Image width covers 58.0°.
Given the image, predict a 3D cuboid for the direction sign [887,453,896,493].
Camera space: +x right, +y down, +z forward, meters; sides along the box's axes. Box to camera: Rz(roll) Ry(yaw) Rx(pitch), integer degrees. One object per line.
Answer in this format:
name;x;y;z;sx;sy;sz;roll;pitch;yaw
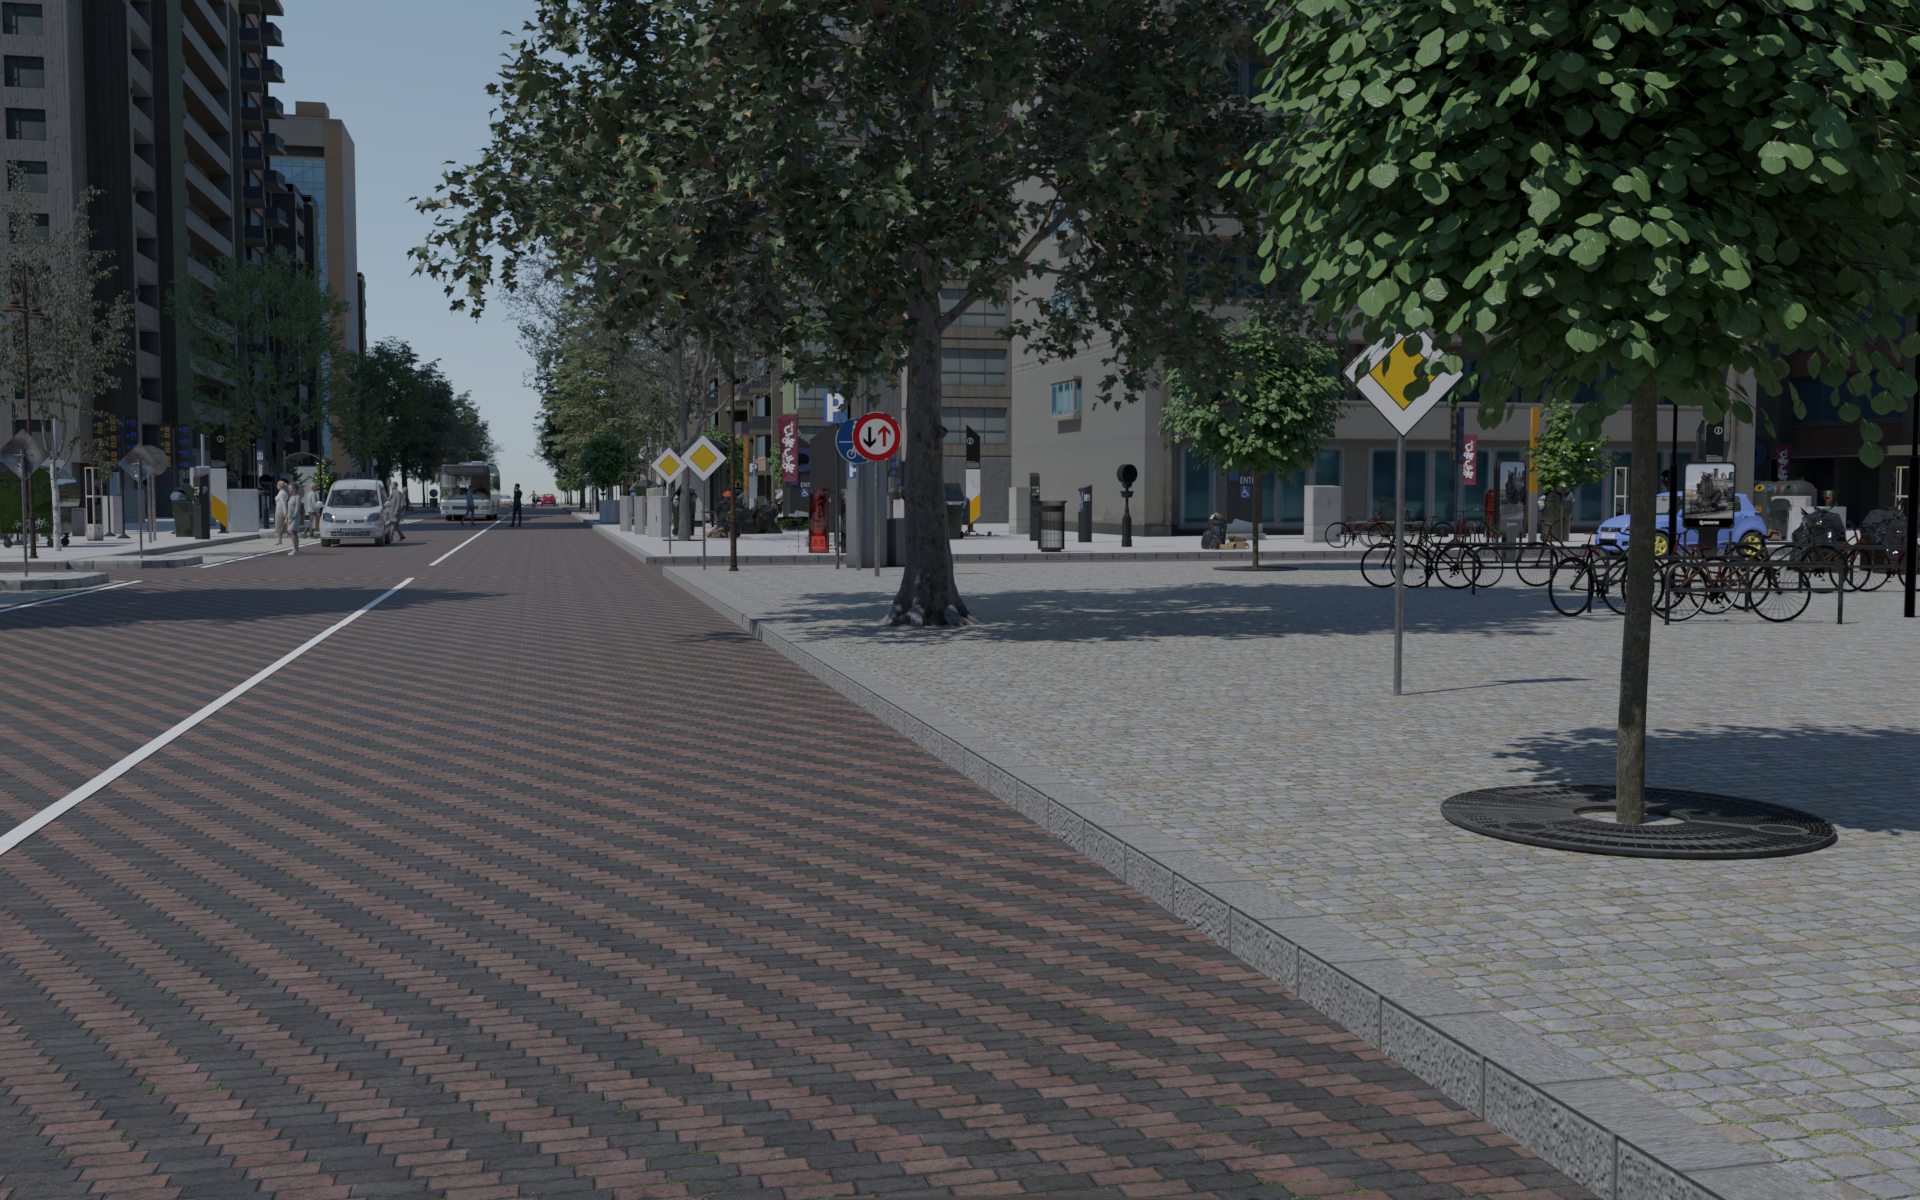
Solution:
direction sign;-3.262;-5.251;77.856;0.876;3.537;0.379;2;4;25

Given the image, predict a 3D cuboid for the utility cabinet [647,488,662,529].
utility cabinet;-10.919;-3.249;61.800;0.318;1.500;1.173;-1;4;-22

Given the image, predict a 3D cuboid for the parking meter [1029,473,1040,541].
parking meter;2.038;-2.545;47.328;0.255;1.863;0.399;0;4;-3

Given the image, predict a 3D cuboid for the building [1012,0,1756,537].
building;13.204;-26.870;63.033;21.600;48.544;21.300;-1;4;-14

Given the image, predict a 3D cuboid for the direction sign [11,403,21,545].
direction sign;-23.599;-3.137;43.288;0.379;3.537;0.876;-2;4;-25

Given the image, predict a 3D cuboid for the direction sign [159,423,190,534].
direction sign;-25.199;-3.891;55.616;0.876;3.537;0.379;-2;4;-30

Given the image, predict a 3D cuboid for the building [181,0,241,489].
building;-60.159;-29.856;111.847;21.300;48.544;21.600;-1;4;-14

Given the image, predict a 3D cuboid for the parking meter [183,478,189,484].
parking meter;-28.128;-3.518;63.236;0.255;1.863;0.399;1;4;11

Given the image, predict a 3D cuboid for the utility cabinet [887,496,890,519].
utility cabinet;-2.845;-2.893;58.470;1.020;1.237;0.306;-3;5;-40

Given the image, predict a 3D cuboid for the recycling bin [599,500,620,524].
recycling bin;-15.042;-3.790;74.526;0.722;1.027;0.722;1;4;16

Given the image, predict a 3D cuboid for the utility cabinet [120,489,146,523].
utility cabinet;-36.684;-4.160;76.698;1.173;1.500;0.318;1;4;14

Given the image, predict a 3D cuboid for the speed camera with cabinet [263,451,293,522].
speed camera with cabinet;-31.310;-5.141;78.395;2.038;3.252;0.660;-1;4;-11

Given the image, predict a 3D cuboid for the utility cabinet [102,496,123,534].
utility cabinet;-27.186;-2.717;55.581;0.306;1.237;1.020;-3;5;-43

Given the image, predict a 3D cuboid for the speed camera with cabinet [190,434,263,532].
speed camera with cabinet;-24.602;-3.890;57.932;2.038;3.252;0.660;-2;4;-35

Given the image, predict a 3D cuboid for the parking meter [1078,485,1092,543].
parking meter;3.319;-2.295;45.938;0.372;1.533;0.369;0;3;0

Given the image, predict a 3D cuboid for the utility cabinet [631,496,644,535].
utility cabinet;-10.230;-2.701;55.324;0.306;1.237;1.020;0;4;-6

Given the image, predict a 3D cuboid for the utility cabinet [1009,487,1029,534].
utility cabinet;2.000;-2.840;55.109;0.318;1.500;1.173;3;4;36

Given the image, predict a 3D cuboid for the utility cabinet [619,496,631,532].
utility cabinet;-11.516;-2.971;59.739;0.306;1.237;1.020;0;4;-4

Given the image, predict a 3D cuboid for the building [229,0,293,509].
building;-65.749;-29.481;136.639;22.147;44.769;28.867;-1;4;-14

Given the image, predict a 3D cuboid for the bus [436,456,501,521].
bus;-27.217;-6.218;96.523;2.948;3.499;13.247;-1;4;-12

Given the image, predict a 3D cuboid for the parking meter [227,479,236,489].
parking meter;-28.686;-3.815;68.083;0.399;1.863;0.255;1;4;22

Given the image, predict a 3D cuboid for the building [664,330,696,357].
building;-31.593;-34.722;259.578;32.217;40.220;23.993;-1;4;-14

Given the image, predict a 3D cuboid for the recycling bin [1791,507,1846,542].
recycling bin;17.014;-1.332;34.338;0.722;1.027;0.722;-2;4;-26

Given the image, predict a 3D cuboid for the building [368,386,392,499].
building;-92.968;-23.848;234.948;27.650;21.520;28.899;-1;4;-14

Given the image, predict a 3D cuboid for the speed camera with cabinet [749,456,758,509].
speed camera with cabinet;-10.908;-5.818;89.464;0.660;3.252;2.038;-1;4;-15

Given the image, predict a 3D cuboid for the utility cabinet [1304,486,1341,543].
utility cabinet;9.548;-2.255;45.541;1.173;1.500;0.318;-3;5;-40

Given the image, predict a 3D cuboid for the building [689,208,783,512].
building;-14.075;-31.146;163.857;22.147;44.769;28.867;-1;4;-14

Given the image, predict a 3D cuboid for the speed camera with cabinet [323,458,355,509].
speed camera with cabinet;-34.562;-6.244;96.427;2.038;3.252;0.660;2;4;28

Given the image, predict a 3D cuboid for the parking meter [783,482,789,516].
parking meter;-8.426;-4.791;84.039;0.255;1.863;0.399;1;4;13

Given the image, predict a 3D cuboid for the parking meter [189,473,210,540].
parking meter;-21.436;-2.644;48.945;0.255;1.863;0.399;1;4;20

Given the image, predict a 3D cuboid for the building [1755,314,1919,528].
building;46.037;-25.329;68.753;28.867;44.769;22.147;-1;4;-14

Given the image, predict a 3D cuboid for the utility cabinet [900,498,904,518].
utility cabinet;-1.741;-3.576;67.143;1.173;1.500;0.318;-2;4;-30

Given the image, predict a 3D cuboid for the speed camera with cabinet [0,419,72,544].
speed camera with cabinet;-23.966;-3.064;44.432;2.038;3.252;0.660;-1;4;-9

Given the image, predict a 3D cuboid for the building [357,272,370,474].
building;-81.586;-27.119;215.098;14.160;30.474;14.107;-1;4;-14

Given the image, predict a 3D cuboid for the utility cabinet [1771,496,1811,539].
utility cabinet;23.669;-2.336;49.357;0.306;1.237;1.020;-3;4;-36

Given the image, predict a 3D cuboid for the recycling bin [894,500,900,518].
recycling bin;-2.492;-3.840;75.342;0.722;1.027;0.722;0;4;5

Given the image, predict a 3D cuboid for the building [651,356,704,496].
building;-27.488;-23.789;233.982;27.650;21.520;28.899;-1;4;-14

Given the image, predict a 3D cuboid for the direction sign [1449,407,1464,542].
direction sign;12.863;-3.235;44.883;0.379;3.537;0.876;3;4;37

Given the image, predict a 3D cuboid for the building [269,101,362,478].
building;-77.834;-33.695;201.016;14.600;45.320;14.200;-1;4;-14

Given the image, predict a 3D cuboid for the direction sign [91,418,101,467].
direction sign;-25.669;-3.681;52.181;0.379;3.537;0.876;3;4;37

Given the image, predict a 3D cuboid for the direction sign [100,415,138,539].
direction sign;-24.090;-3.535;49.797;0.876;3.537;0.379;-3;5;-41

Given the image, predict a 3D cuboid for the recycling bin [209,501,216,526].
recycling bin;-30.564;-3.510;69.936;0.722;1.027;0.722;1;4;18

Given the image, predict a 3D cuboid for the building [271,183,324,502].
building;-66.787;-23.681;158.890;14.160;30.474;14.107;-1;4;-14

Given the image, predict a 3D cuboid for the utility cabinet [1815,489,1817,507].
utility cabinet;31.102;-3.339;63.271;0.318;1.500;1.173;2;4;30

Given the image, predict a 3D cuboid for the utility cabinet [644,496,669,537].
utility cabinet;-8.991;-2.474;51.603;0.306;1.237;1.020;-2;4;-33

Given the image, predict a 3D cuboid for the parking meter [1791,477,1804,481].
parking meter;28.314;-3.238;58.659;0.399;1.863;0.255;3;5;41
